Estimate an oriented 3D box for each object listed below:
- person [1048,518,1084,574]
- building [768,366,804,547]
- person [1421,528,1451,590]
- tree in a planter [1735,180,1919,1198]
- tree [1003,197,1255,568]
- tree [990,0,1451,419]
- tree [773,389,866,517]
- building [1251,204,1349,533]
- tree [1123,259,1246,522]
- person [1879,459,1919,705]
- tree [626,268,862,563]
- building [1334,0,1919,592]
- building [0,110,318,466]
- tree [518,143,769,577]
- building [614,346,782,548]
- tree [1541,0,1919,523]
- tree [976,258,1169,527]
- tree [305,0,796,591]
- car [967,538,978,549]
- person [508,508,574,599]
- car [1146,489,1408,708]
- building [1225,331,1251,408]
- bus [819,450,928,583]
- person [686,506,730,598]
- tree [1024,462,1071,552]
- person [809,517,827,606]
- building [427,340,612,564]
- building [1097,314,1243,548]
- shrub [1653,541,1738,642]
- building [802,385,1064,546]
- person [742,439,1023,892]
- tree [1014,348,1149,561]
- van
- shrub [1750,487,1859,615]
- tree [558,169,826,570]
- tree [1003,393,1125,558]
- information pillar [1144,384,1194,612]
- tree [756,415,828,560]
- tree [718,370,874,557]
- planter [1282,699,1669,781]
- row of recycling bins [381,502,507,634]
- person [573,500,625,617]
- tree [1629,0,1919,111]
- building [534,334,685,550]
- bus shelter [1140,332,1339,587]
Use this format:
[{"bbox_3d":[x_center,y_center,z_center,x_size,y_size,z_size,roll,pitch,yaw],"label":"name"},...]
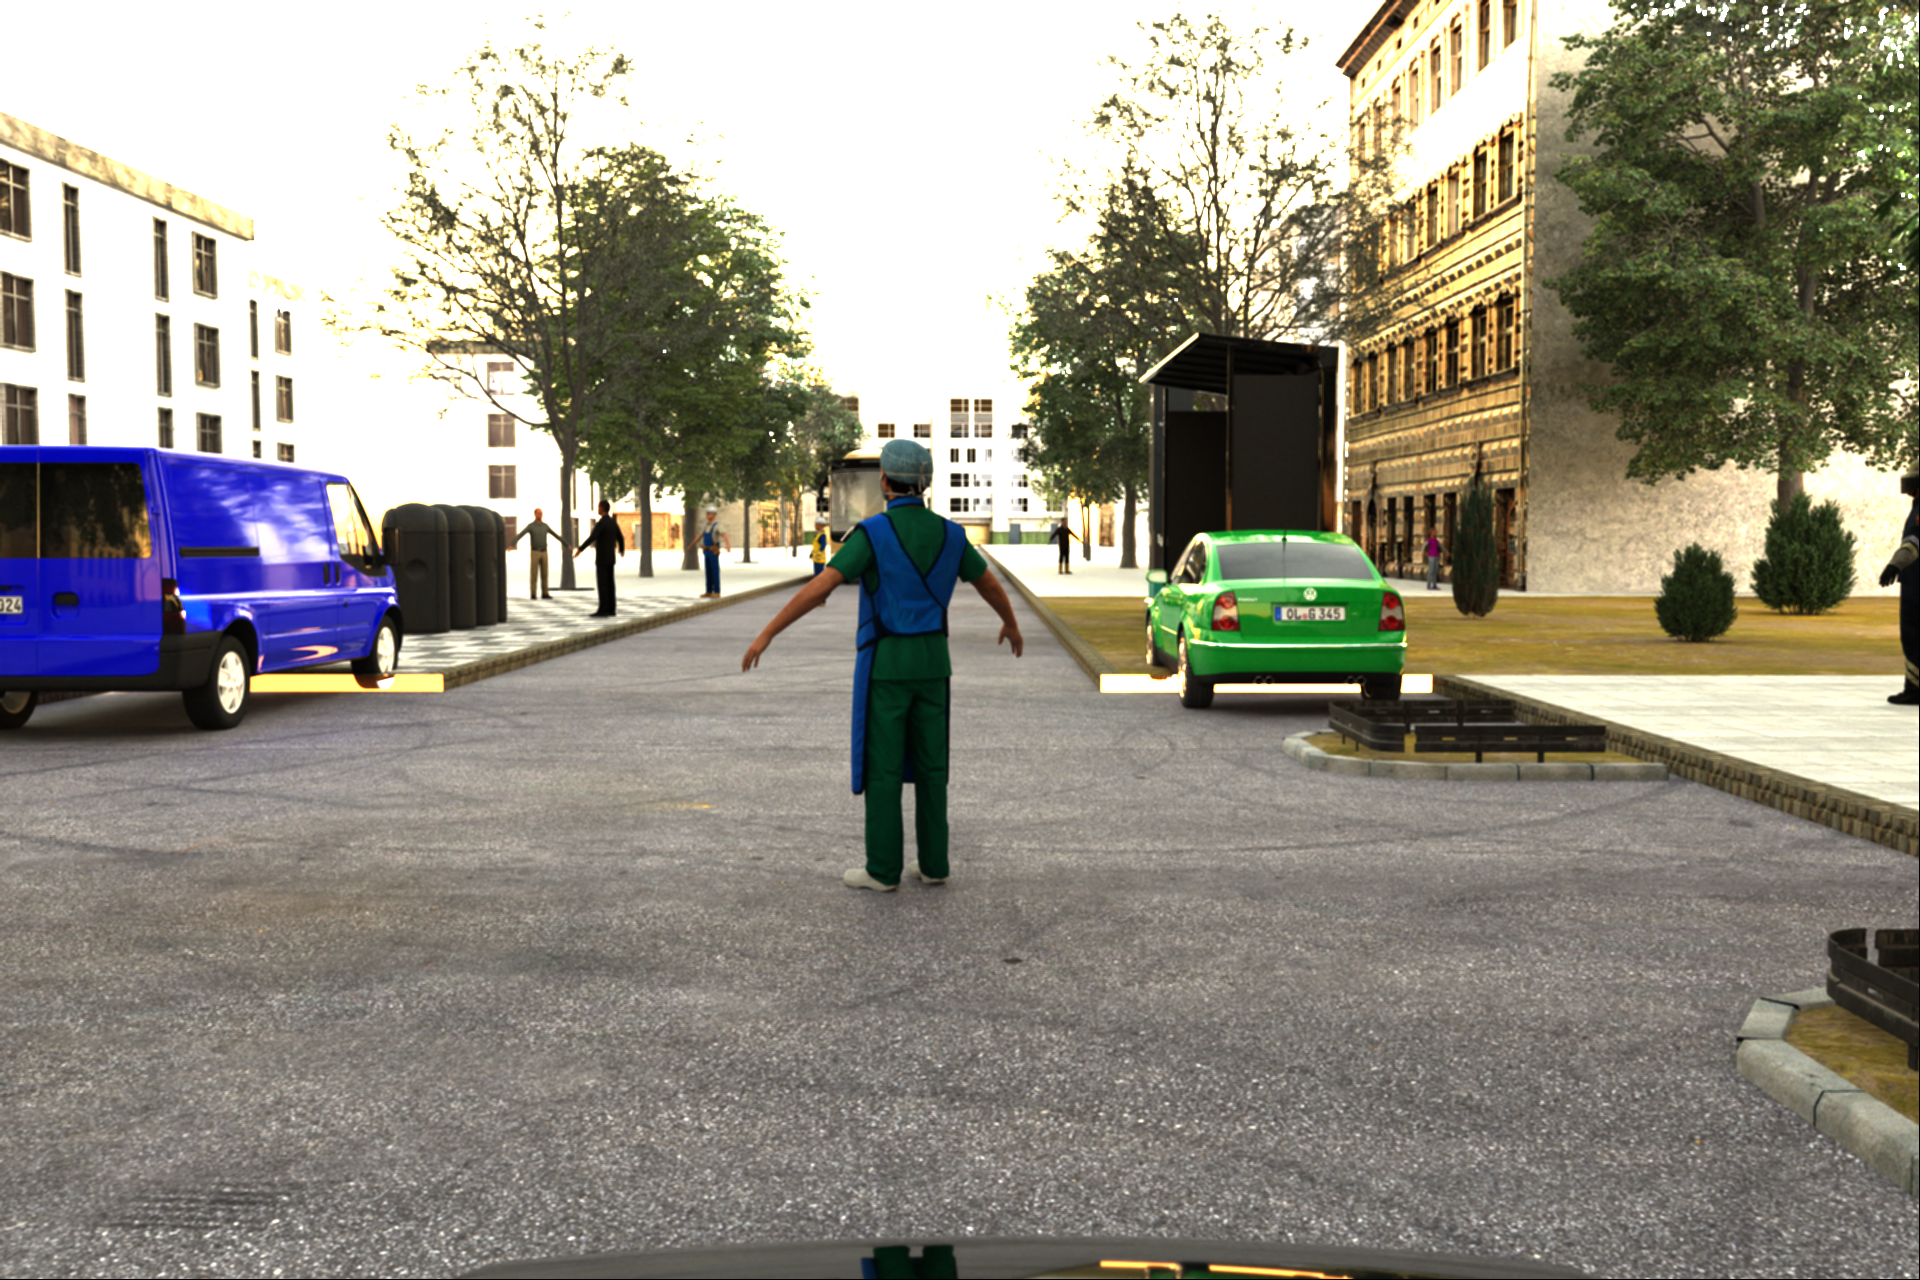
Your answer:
[{"bbox_3d":[3.370,-3.029,55.669,1.346,1.812,0.704,-2,4,-29],"label":"person"},{"bbox_3d":[-26.582,-21.510,182.616,19.493,23.208,18.063,0,4,0],"label":"building"},{"bbox_3d":[10.919,-1.867,39.791,0.991,1.433,0.599,-2,4,-35],"label":"person"},{"bbox_3d":[3.057,-0.422,4.127,1.991,3.239,1.994,0,4,0],"label":"tree in a planter"},{"bbox_3d":[6.412,-9.692,65.124,9.857,13.997,8.962,0,3,0],"label":"tree"},{"bbox_3d":[5.722,-7.757,37.195,12.009,13.543,11.850,0,3,0],"label":"tree"},{"bbox_3d":[-8.657,-10.773,110.547,7.601,10.594,8.767,-1,4,-11],"label":"tree"},{"bbox_3d":[22.078,-14.906,100.128,16.016,20.090,11.380,0,3,0],"label":"building"},{"bbox_3d":[6.082,-5.910,46.986,4.360,8.622,3.978,0,3,0],"label":"tree"},{"bbox_3d":[7.233,-0.442,13.096,0.704,1.845,1.351,3,5,40],"label":"person"},{"bbox_3d":[-9.433,-10.172,76.690,12.009,13.543,11.850,0,3,0],"label":"tree"},{"bbox_3d":[21.694,-13.194,46.658,19.493,23.208,18.063,0,3,0],"label":"building"},{"bbox_3d":[-23.296,-6.371,46.313,9.099,9.664,28.070,0,4,1],"label":"building"},{"bbox_3d":[-9.746,-8.146,51.321,7.486,12.596,7.792,0,3,0],"label":"tree"},{"bbox_3d":[-27.266,-20.361,163.837,19.493,23.208,18.063,0,3,0],"label":"building"},{"bbox_3d":[15.942,-7.732,33.081,9.857,13.997,8.962,0,3,0],"label":"tree"},{"bbox_3d":[7.100,-15.392,107.550,12.611,20.169,13.585,0,3,0],"label":"tree"},{"bbox_3d":[-8.977,-7.882,39.246,12.009,13.543,11.850,0,3,0],"label":"tree"},{"bbox_3d":[-0.257,-3.398,68.140,1.945,1.354,3.894,0,3,0],"label":"car"},{"bbox_3d":[-8.277,-1.702,34.097,1.348,1.796,0.705,-2,4,-35],"label":"person"},{"bbox_3d":[2.721,-0.418,15.624,1.959,1.807,4.718,0,4,0],"label":"car"},{"bbox_3d":[25.244,-18.374,156.829,16.016,20.090,11.380,0,4,1],"label":"building"},{"bbox_3d":[-2.422,-3.825,54.084,2.896,3.916,12.252,0,4,0],"label":"bus"},{"bbox_3d":[-5.032,-1.781,34.976,1.347,1.847,0.705,3,5,43],"label":"person"},{"bbox_3d":[6.766,-10.411,120.577,4.737,8.622,4.395,0,3,0],"label":"tree"},{"bbox_3d":[-2.870,-1.563,34.476,0.721,1.772,1.216,-1,4,-12],"label":"person"},{"bbox_3d":[-22.335,-8.982,89.002,9.099,9.664,28.070,0,4,0],"label":"building"},{"bbox_3d":[23.875,-20.952,173.490,19.493,23.208,18.063,0,3,0],"label":"building"},{"bbox_3d":[8.768,-0.582,20.633,1.383,1.207,1.383,0,3,0],"label":"shrub"},{"bbox_3d":[-3.451,-21.000,212.263,31.486,18.905,16.747,0,4,-4],"label":"building"},{"bbox_3d":[-0.245,0.094,7.050,1.347,1.817,0.704,-2,4,-35],"label":"person"},{"bbox_3d":[6.341,-9.041,82.225,8.767,10.594,7.601,3,4,38],"label":"tree"},{"bbox_3d":[-6.260,-0.609,14.348,2.240,2.365,5.245,0,4,0],"label":"van"},{"bbox_3d":[13.425,-1.415,27.557,1.690,2.028,1.600,0,3,0],"label":"shrub"},{"bbox_3d":[-9.561,-9.487,61.765,9.857,13.997,8.962,0,3,0],"label":"tree"},{"bbox_3d":[6.696,-9.679,92.671,8.767,10.594,7.601,0,4,-5],"label":"tree"},{"bbox_3d":[3.437,-2.378,28.251,0.750,3.857,0.750,0,4,-2],"label":"information pillar"},{"bbox_3d":[-8.727,-8.367,87.167,4.737,8.622,4.395,0,3,0],"label":"tree"},{"bbox_3d":[-9.092,-9.804,94.711,8.767,10.594,7.601,-1,4,-9],"label":"tree"},{"bbox_3d":[3.121,0.617,11.051,1.991,0.319,1.994,0,4,0],"label":"planter"},{"bbox_3d":[-7.012,-1.023,23.841,1.069,1.692,3.534,0,4,1],"label":"row of recycling bins"},{"bbox_3d":[-5.541,-1.266,26.922,0.704,1.802,1.346,1,4,21],"label":"person"},{"bbox_3d":[9.239,-6.223,12.110,12.009,13.543,11.850,0,3,0],"label":"tree"},{"bbox_3d":[-28.500,-17.391,140.767,16.016,20.090,11.380,0,4,1],"label":"building"},{"bbox_3d":[3.611,-1.959,23.316,1.731,3.624,6.357,0,4,0],"label":"bus shelter"}]
